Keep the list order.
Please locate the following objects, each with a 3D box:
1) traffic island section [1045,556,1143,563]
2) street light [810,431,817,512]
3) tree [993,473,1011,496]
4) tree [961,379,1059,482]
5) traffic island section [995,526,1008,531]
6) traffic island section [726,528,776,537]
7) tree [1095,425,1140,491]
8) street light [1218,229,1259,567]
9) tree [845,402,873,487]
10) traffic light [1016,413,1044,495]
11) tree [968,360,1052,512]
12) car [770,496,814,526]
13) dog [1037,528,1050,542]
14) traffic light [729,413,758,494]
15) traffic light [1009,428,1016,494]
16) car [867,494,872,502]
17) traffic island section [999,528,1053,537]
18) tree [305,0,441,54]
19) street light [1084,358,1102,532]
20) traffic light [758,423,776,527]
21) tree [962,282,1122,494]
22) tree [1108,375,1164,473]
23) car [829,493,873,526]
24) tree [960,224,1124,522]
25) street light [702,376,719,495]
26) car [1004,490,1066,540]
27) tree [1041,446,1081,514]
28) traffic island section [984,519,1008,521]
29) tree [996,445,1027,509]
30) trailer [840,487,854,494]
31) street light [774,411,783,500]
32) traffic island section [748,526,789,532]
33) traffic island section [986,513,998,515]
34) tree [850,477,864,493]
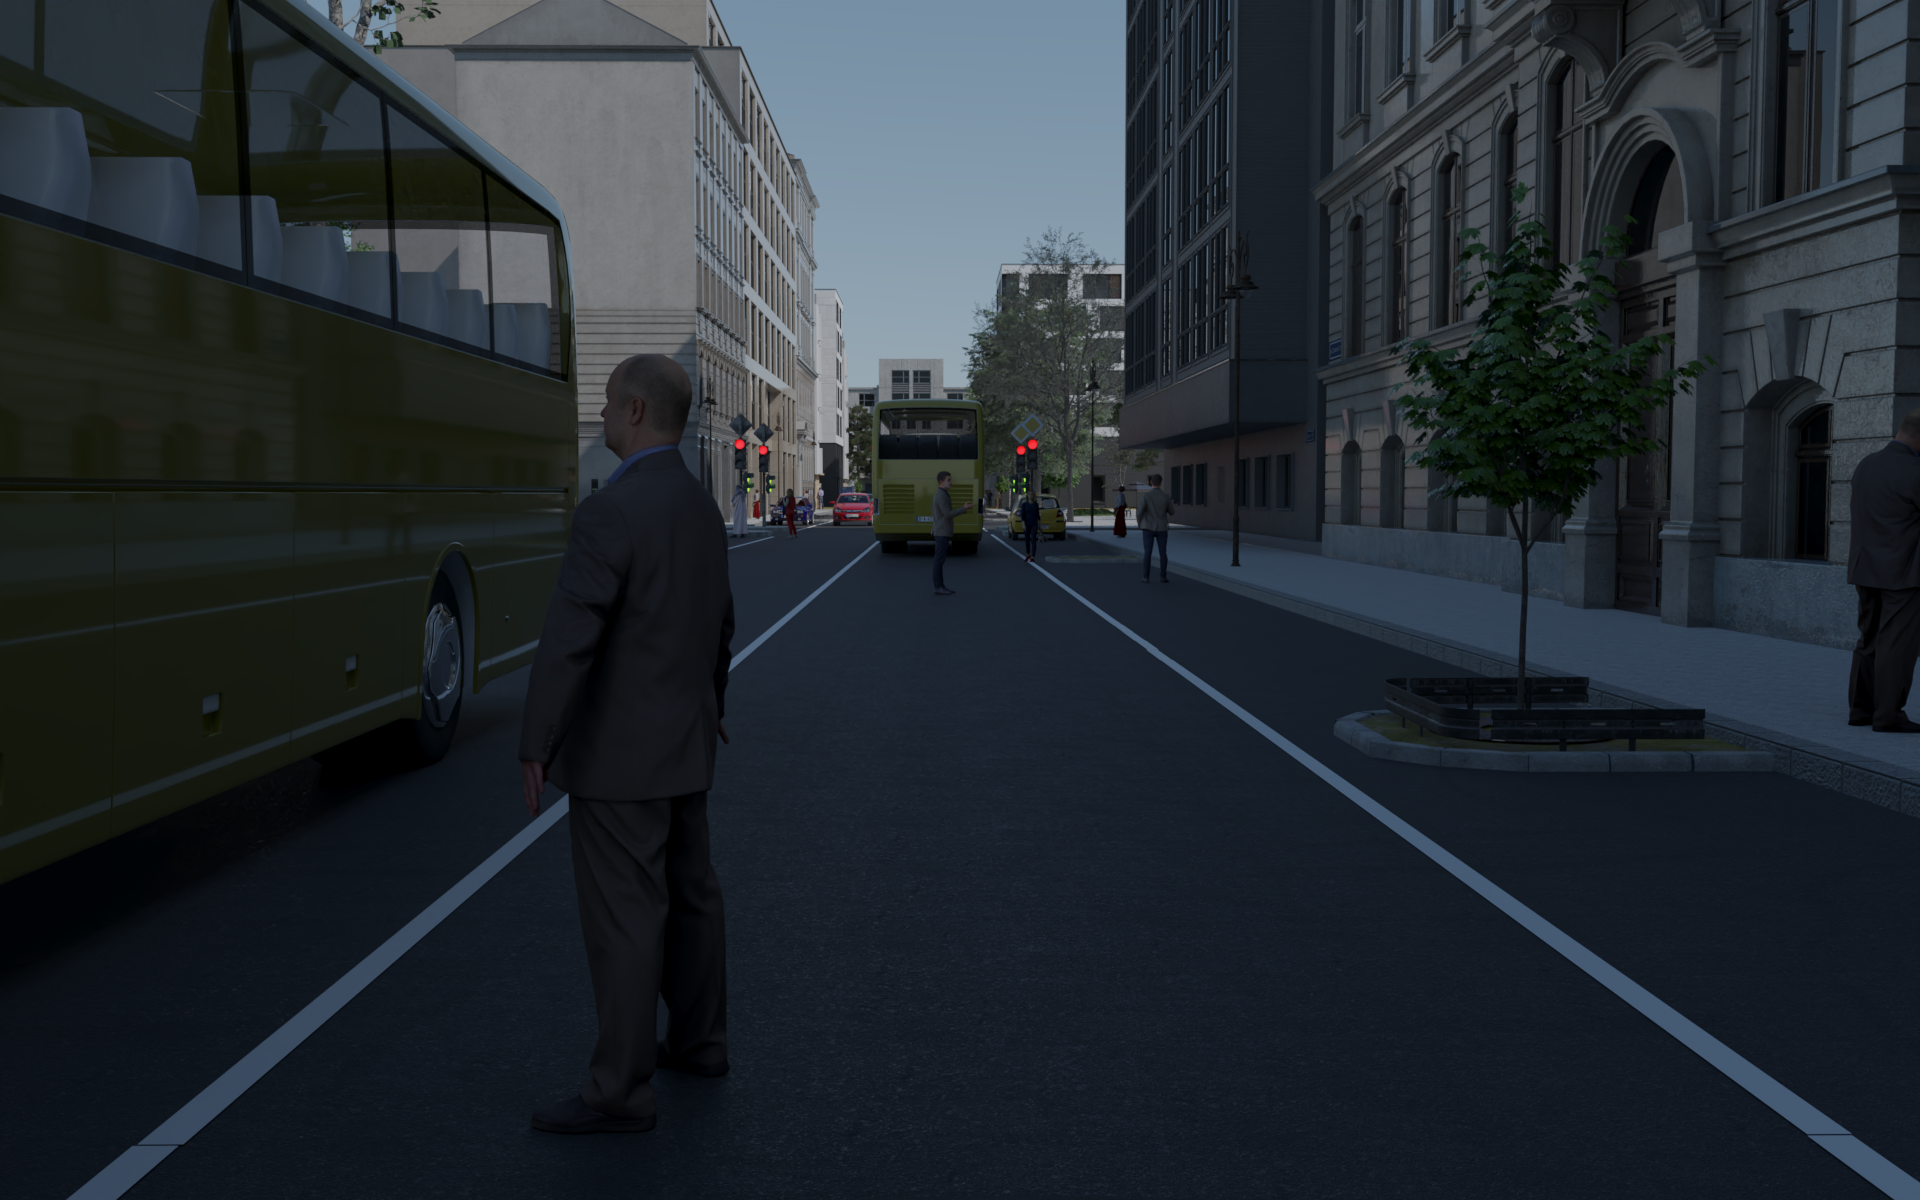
[{"bbox_3d":[2.829,-0.856,36.869,1.991,0.108,1.994,0,4,-1],"label":"traffic island section"},{"bbox_3d":[-10.498,-9.289,124.670,0.468,5.910,1.993,0,4,-1],"label":"street light"},{"bbox_3d":[3.537,-9.306,146.754,1.663,3.219,1.824,0,3,0],"label":"tree"},{"bbox_3d":[4.039,-12.827,135.479,9.928,11.665,9.643,0,3,0],"label":"tree"},{"bbox_3d":[2.387,-2.776,67.673,2.009,0.180,2.903,0,4,-1],"label":"traffic island section"},{"bbox_3d":[-7.537,-2.279,59.548,2.009,0.180,2.903,0,4,-1],"label":"traffic island section"},{"bbox_3d":[13.102,-11.655,140.922,4.360,8.622,3.978,0,3,0],"label":"tree"},{"bbox_3d":[4.891,-3.533,30.553,0.468,5.910,1.993,0,4,-1],"label":"street light"},{"bbox_3d":[-12.095,-17.348,205.694,6.751,12.117,7.091,0,3,0],"label":"tree"},{"bbox_3d":[2.463,-4.302,59.575,0.839,4.213,0.868,0,4,-1],"label":"traffic light"},{"bbox_3d":[3.900,-12.494,126.333,6.751,12.117,7.091,0,3,0],"label":"tree"},{"bbox_3d":[-7.747,-4.126,80.048,1.945,1.354,3.894,0,4,1],"label":"car"},{"bbox_3d":[2.529,-1.927,51.698,0.748,0.427,0.550,-3,4,-36],"label":"dog"},{"bbox_3d":[-7.497,-4.292,59.415,0.839,4.213,0.868,0,4,-1],"label":"traffic light"},{"bbox_3d":[2.347,-4.790,67.559,0.839,4.213,0.868,0,4,-1],"label":"traffic light"},{"bbox_3d":[-8.980,-9.571,165.287,1.959,1.807,4.718,0,4,-1],"label":"car"},{"bbox_3d":[2.503,-2.288,59.688,2.009,0.180,2.903,0,4,-1],"label":"traffic island section"},{"bbox_3d":[-9.828,-10.390,25.763,12.611,20.169,13.585,0,3,0],"label":"tree"},{"bbox_3d":[4.492,-5.254,58.691,0.468,5.910,1.993,0,4,-1],"label":"street light"},{"bbox_3d":[-7.613,-4.780,67.399,0.839,4.213,0.868,0,4,-1],"label":"traffic light"},{"bbox_3d":[4.803,-12.124,104.881,9.857,13.997,8.962,0,3,0],"label":"tree"},{"bbox_3d":[14.412,-13.104,121.672,7.806,13.903,7.818,0,3,0],"label":"tree"},{"bbox_3d":[-4.834,-4.266,78.781,2.155,1.783,4.494,0,4,-2],"label":"car"},{"bbox_3d":[4.972,-10.315,79.018,12.009,13.543,11.850,0,3,0],"label":"tree"},{"bbox_3d":[-9.753,-5.809,67.765,0.468,5.910,1.993,0,4,-1],"label":"street light"},{"bbox_3d":[2.417,-2.743,55.064,2.015,1.641,3.980,0,4,-1],"label":"car"},{"bbox_3d":[6.587,-8.000,114.520,4.285,4.588,4.351,0,3,0],"label":"tree"},{"bbox_3d":[2.017,-4.296,93.099,1.991,0.108,1.994,0,4,-1],"label":"traffic island section"},{"bbox_3d":[4.585,-12.246,150.588,4.360,8.622,3.978,0,3,0],"label":"tree"},{"bbox_3d":[-8.742,-7.730,133.440,1.471,1.999,3.904,0,4,-1],"label":"trailer"},{"bbox_3d":[-10.106,-7.569,96.548,0.468,5.910,1.993,0,4,-1],"label":"street light"},{"bbox_3d":[-7.653,-2.768,67.532,2.009,0.180,2.903,0,4,-1],"label":"traffic island section"},{"bbox_3d":[1.634,-5.943,120.040,1.991,0.108,1.994,0,4,-1],"label":"traffic island section"},{"bbox_3d":[-12.053,-12.613,200.827,1.663,3.219,1.824,0,3,0],"label":"tree"}]
